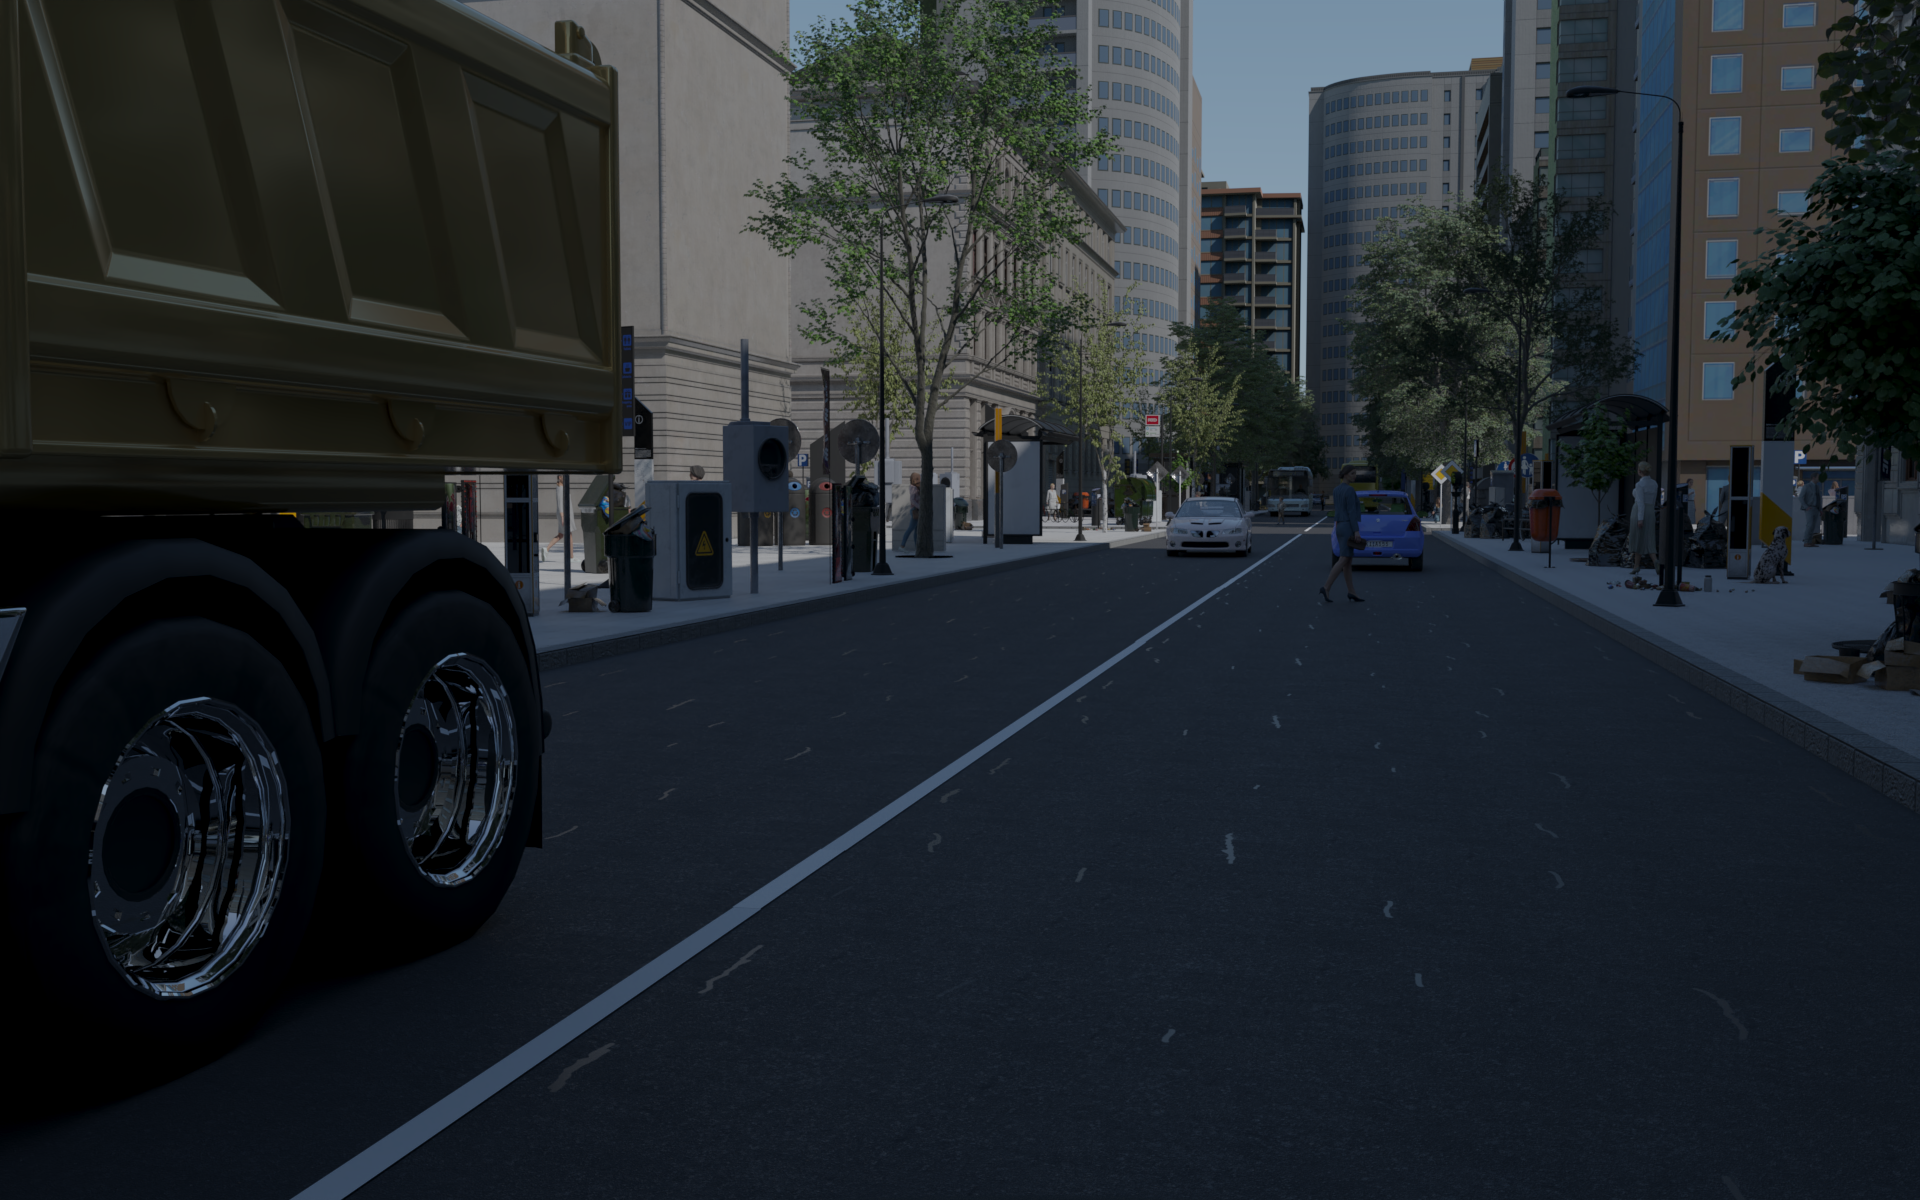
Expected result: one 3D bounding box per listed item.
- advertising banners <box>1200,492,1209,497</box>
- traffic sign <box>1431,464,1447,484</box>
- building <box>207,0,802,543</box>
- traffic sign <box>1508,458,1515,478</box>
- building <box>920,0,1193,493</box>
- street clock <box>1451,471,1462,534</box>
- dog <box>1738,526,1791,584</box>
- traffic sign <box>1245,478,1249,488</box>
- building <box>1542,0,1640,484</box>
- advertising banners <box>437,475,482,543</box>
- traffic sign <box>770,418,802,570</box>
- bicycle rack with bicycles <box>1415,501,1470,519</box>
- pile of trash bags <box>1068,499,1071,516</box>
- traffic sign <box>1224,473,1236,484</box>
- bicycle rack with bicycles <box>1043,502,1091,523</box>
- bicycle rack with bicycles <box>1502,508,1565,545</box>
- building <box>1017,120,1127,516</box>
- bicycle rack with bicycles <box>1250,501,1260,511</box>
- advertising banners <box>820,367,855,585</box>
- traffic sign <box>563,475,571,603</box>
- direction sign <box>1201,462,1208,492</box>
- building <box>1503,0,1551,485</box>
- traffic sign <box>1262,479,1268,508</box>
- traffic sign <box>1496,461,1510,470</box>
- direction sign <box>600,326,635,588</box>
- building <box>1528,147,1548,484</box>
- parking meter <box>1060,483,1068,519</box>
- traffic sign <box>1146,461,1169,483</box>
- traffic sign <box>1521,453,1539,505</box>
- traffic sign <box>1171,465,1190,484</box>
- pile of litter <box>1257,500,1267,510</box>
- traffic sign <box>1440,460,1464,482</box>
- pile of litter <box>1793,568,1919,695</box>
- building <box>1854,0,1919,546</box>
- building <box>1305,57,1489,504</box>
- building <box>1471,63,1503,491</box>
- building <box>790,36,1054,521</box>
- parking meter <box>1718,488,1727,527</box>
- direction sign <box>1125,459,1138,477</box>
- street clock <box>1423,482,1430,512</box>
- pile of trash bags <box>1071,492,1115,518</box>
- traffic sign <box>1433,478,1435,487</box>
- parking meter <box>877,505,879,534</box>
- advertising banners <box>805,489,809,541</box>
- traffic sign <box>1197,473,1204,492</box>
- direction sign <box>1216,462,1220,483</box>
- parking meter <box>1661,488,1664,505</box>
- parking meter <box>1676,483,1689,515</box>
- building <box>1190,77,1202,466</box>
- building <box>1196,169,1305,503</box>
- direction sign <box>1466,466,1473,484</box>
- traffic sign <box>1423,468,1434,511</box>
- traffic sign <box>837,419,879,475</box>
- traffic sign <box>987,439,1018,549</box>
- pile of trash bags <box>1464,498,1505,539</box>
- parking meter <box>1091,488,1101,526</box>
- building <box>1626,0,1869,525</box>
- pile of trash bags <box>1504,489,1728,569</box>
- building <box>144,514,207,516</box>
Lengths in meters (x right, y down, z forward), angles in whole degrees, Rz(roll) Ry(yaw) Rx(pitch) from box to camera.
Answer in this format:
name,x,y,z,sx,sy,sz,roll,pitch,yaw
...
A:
name,x,y,z,sx,sy,sz,roll,pitch,yaw
advertising banners,14.888,-6.729,106.200,2.074,3.025,0.090,0,4,-6
traffic sign,18.605,-3.959,66.920,0.795,2.593,0.064,1,4,13
building,-15.974,-13.148,51.120,21.152,22.565,11.583,1,4,13
traffic sign,18.916,-3.575,58.564,0.768,2.556,0.104,1,4,19
building,9.476,-37.778,159.663,21.231,58.520,28.212,1,4,13
street clock,15.906,-3.118,55.544,0.358,2.002,0.471,0,4,-1
dog,11.546,-0.645,24.922,0.800,0.831,0.513,1,4,17
traffic sign,22.849,-8.508,139.206,0.768,2.556,0.104,1,4,20
building,48.188,-26.749,120.935,14.154,41.232,14.086,1,4,13
advertising banners,-5.503,-1.417,19.350,0.090,3.025,2.074,0,3,0
traffic sign,-3.015,-1.769,29.024,0.768,2.556,0.104,1,4,22
bicycle rack with bicycles,25.786,-4.759,91.197,2.925,0.926,2.852,1,4,22
pile of trash bags,7.027,-5.437,98.639,1.912,1.369,3.447,-1,4,-13
traffic sign,16.722,-6.587,107.427,0.795,2.593,0.064,1,4,16
bicycle rack with bicycles,4.782,-3.976,78.388,2.852,0.926,2.925,-1,4,-23
bicycle rack with bicycles,16.017,-2.054,46.973,2.852,0.926,2.925,0,4,-6
building,1.081,-17.235,115.080,16.112,22.955,30.059,1,4,13
bicycle rack with bicycles,21.355,-7.219,131.414,2.925,0.926,2.852,-1,4,-10
advertising banners,-1.770,-1.761,24.975,0.090,3.025,2.074,1,4,8
traffic sign,-4.637,-1.241,20.400,0.768,2.556,0.104,1,4,17
direction sign,15.346,-7.142,108.776,0.379,3.537,0.876,-1,4,-21
building,62.361,-38.091,164.792,21.231,58.520,28.212,1,4,13
traffic sign,24.838,-8.581,140.301,0.884,2.594,0.081,1,4,16
traffic sign,20.933,-4.052,66.352,0.768,2.556,0.104,1,4,19
direction sign,-4.762,-1.933,23.598,0.876,3.537,0.379,2,4,31
building,55.126,-22.871,145.639,14.160,30.474,14.107,1,4,13
parking meter,5.415,-5.161,90.092,0.399,1.863,0.255,1,4,13
traffic sign,6.975,-3.623,61.424,0.795,2.593,0.064,1,4,13
traffic sign,17.629,-3.288,53.858,0.768,2.556,0.104,1,4,18
traffic sign,8.774,-4.099,69.205,0.795,2.593,0.064,1,4,13
pile of litter,23.728,-7.504,136.653,1.176,0.858,1.719,2,4,35
traffic sign,16.806,-3.483,59.139,0.795,2.593,0.064,1,4,13
pile of litter,6.313,0.139,11.699,1.176,0.858,1.719,1,4,15
building,27.302,-12.245,36.367,11.583,22.565,21.152,1,4,13
building,62.278,-42.641,239.171,28.212,58.520,21.231,1,4,13
building,67.918,-34.595,189.329,21.300,48.544,21.600,1,4,13
building,-2.298,-15.984,90.225,11.050,23.489,19.941,1,4,13
parking meter,30.035,-3.651,68.110,0.372,1.533,0.369,0,3,0
direction sign,11.015,-7.303,111.403,0.876,3.537,0.379,0,4,-4
street clock,28.081,-6.113,104.521,0.358,2.002,0.471,-3,4,-37
pile of trash bags,8.134,-5.202,94.801,3.447,1.369,1.912,1,4,21
traffic sign,28.709,-6.231,104.012,0.606,2.300,0.079,1,4,19
parking meter,-2.762,-2.890,55.661,0.372,1.533,0.369,0,3,0
advertising banners,-4.831,-3.149,47.679,2.074,3.025,0.090,1,4,21
traffic sign,14.459,-6.434,105.303,0.768,2.556,0.104,1,4,22
direction sign,18.573,-8.028,123.248,0.876,3.537,0.379,2,4,33
parking meter,26.757,-3.541,66.313,0.372,1.533,0.369,0,3,0
parking meter,16.327,-1.891,39.329,0.372,1.533,0.369,0,3,0
building,17.403,-32.407,179.962,14.600,45.320,14.200,1,4,13
building,33.813,-36.154,245.738,28.867,44.769,22.147,1,4,13
direction sign,40.453,-8.919,137.828,0.876,3.537,0.379,-2,4,-25
traffic sign,32.559,-7.610,118.291,2.265,3.308,0.079,1,4,22
traffic sign,-1.737,-1.793,29.420,0.768,2.556,0.104,1,4,17
traffic sign,0.966,-2.466,40.426,0.768,2.556,0.104,1,4,21
pile of trash bags,16.496,-2.479,50.276,3.447,1.369,1.912,0,4,2
parking meter,5.475,-3.747,69.667,0.372,1.533,0.369,0,3,0
building,38.204,-26.063,76.236,14.200,45.320,14.600,1,4,13
pile of trash bags,11.639,-1.262,30.381,3.447,1.369,1.912,0,4,-3
building,-20.304,-9.586,24.178,16.820,18.784,16.811,1,4,13
